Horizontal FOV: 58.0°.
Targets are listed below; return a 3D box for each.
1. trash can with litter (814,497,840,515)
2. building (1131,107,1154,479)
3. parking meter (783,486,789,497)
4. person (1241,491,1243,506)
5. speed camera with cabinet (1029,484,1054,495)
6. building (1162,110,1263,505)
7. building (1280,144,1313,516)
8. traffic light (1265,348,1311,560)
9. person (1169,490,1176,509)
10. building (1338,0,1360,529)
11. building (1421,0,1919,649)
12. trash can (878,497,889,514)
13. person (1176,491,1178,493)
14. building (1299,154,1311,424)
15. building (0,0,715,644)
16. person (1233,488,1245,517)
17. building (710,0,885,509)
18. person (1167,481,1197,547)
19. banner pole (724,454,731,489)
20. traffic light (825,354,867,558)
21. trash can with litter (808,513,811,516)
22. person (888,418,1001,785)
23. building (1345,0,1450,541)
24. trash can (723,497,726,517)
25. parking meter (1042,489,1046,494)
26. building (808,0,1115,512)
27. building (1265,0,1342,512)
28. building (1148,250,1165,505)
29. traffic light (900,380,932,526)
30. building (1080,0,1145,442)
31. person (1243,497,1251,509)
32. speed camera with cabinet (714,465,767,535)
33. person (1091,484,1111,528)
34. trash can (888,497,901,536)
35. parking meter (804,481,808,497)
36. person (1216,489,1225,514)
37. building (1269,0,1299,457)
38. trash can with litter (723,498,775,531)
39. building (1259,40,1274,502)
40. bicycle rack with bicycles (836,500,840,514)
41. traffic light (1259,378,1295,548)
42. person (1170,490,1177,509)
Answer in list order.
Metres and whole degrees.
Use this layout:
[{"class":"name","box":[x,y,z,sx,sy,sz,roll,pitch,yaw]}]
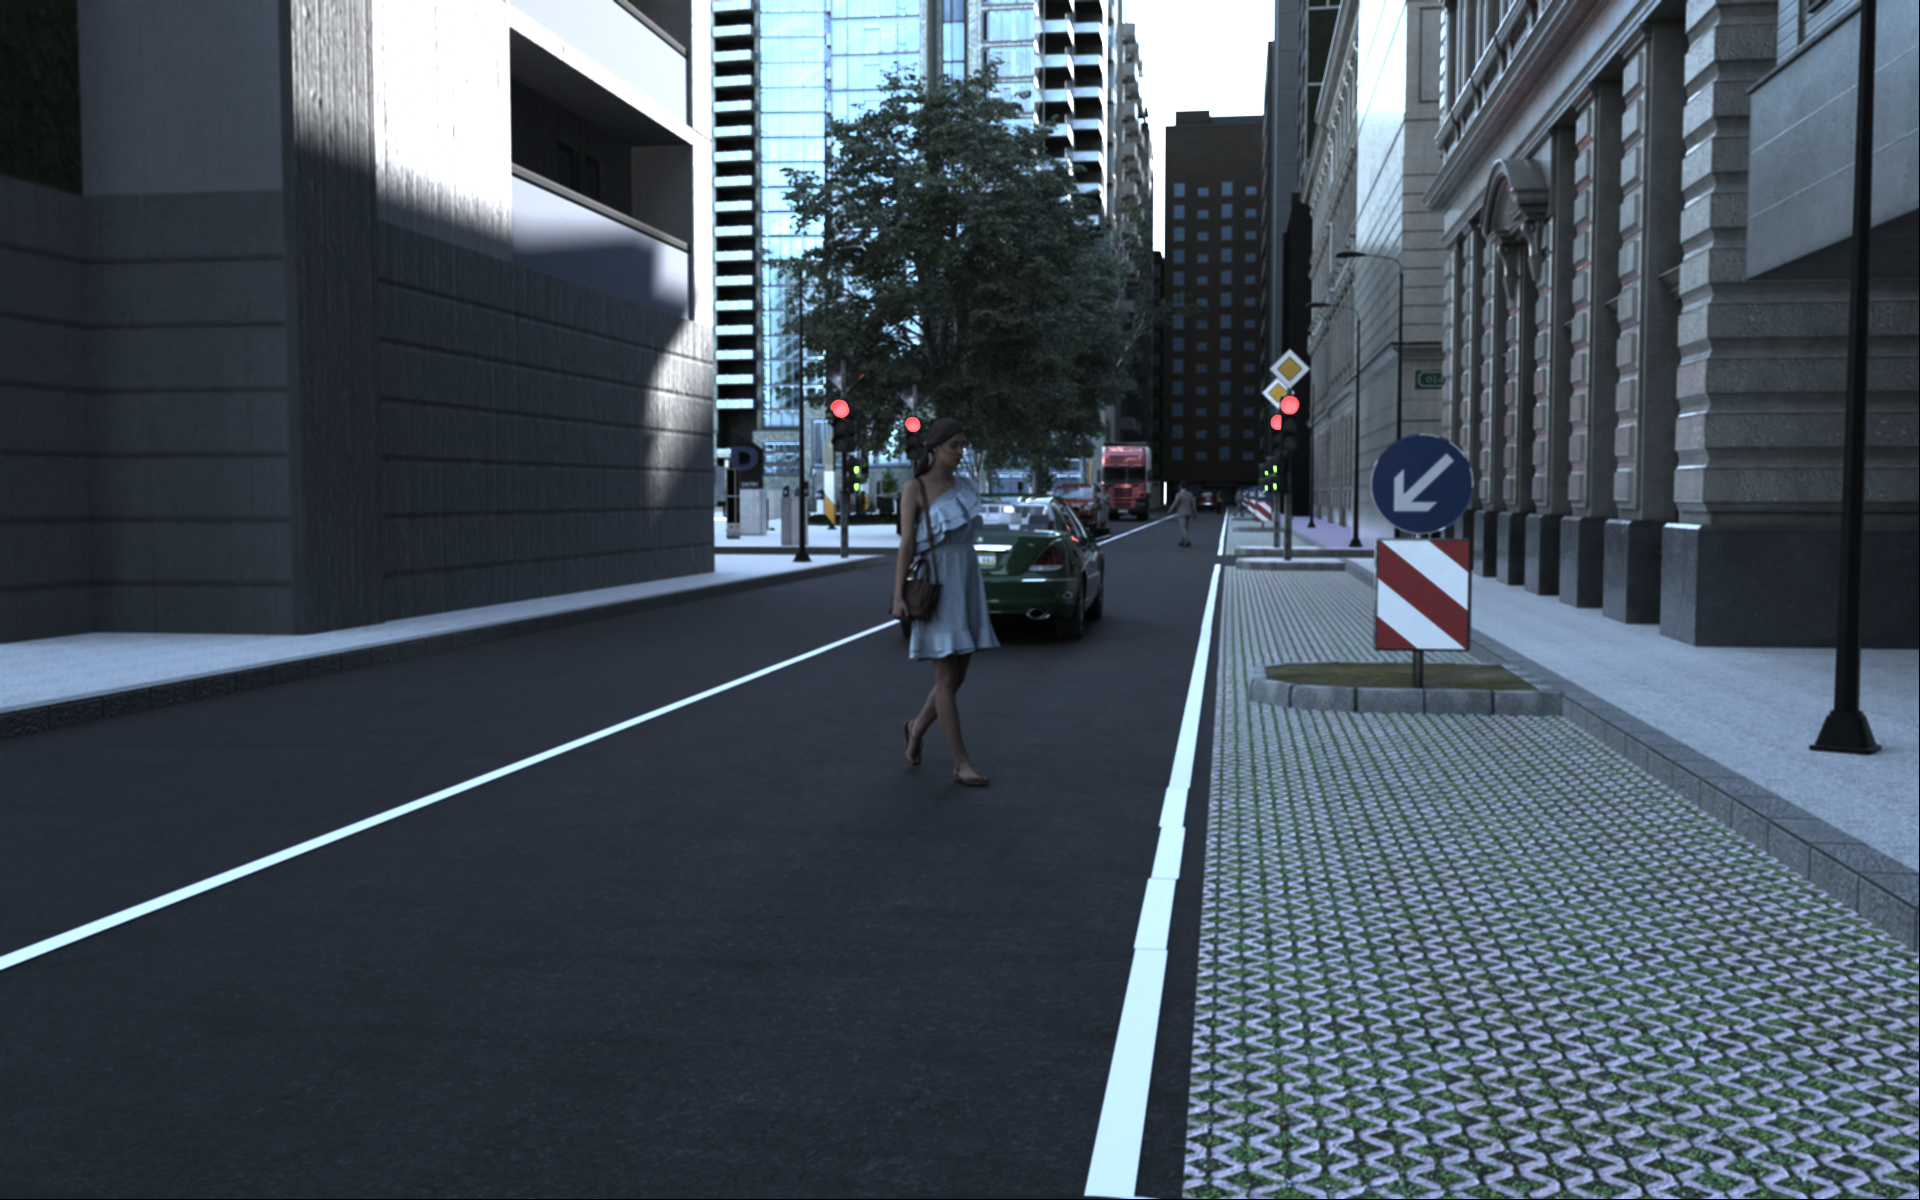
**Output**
[{"class":"trash can with litter","box":[-7.658,-5.369,98.840,2.233,1.210,1.678,1,4,17]},{"class":"building","box":[13.679,-30.733,186.080,14.086,41.232,14.154,1,4,9]},{"class":"parking meter","box":[-11.989,-6.956,119.434,0.399,1.863,0.255,1,4,15]},{"class":"person","box":[26.945,-9.531,165.051,1.217,1.743,0.721,3,4,38]},{"class":"speed camera with cabinet","box":[4.880,-6.517,100.892,0.660,3.252,2.038,3,5,44]},{"class":"building","box":[31.459,-33.927,204.819,14.200,45.320,14.600,1,4,9]},{"class":"building","box":[26.327,-16.942,106.683,12.332,23.373,15.834,1,4,9]},{"class":"traffic light","box":[6.344,-2.729,33.533,0.839,4.253,0.868,1,4,9]},{"class":"person","box":[20.737,-9.762,168.113,0.705,1.822,1.348,2,4,35]},{"class":"building","box":[20.092,-14.136,67.276,11.583,22.565,21.152,1,4,9]},{"class":"building","box":[12.330,-11.826,22.230,11.050,23.489,19.941,1,4,9]},{"class":"trash can","box":[-3.534,-4.332,82.482,0.748,1.137,0.748,0,3,0]},{"class":"person","box":[21.246,-9.875,170.671,0.721,1.736,1.217,1,4,8]},{"class":"building","box":[23.570,-15.431,88.455,11.583,22.565,21.152,1,4,9]},{"class":"building","box":[-18.572,-29.511,24.511,28.212,58.520,21.231,1,4,9]},{"class":"person","box":[17.500,-6.108,108.474,0.850,1.850,0.679,-1,4,-10]},{"class":"building","box":[-23.380,-53.413,185.967,31.000,86.520,22.319,1,4,9]},{"class":"person","box":[6.097,-2.349,47.176,0.678,1.792,0.850,-2,4,-25]},{"class":"banner pole","box":[-14.521,-7.255,108.639,0.863,3.779,0.401,3,5,43]},{"class":"traffic light","box":[-2.315,-2.810,34.862,0.839,4.253,0.868,1,4,9]},{"class":"trash can with litter","box":[-8.815,-5.146,95.528,0.624,1.170,1.055,-2,4,-26]},{"class":"person","box":[-0.124,-0.008,8.720,0.616,1.811,0.778,-2,4,-35]},{"class":"building","box":[32.811,-16.419,44.862,44.131,29.872,17.030,1,4,9]},{"class":"trash can","box":[-12.695,-5.097,94.984,0.748,1.137,0.748,0,3,0]},{"class":"parking meter","box":[3.848,-4.432,80.873,0.372,1.533,0.369,0,3,0]},{"class":"building","box":[1.210,-50.137,132.416,22.319,86.520,31.000,1,4,9]},{"class":"building","box":[33.530,-42.190,128.057,20.563,71.187,20.611,1,4,9]},{"class":"building","box":[17.470,-26.650,207.420,14.107,30.474,14.160,1,4,9]},{"class":"traffic light","box":[-1.085,-3.292,42.752,0.839,4.253,0.868,1,4,9]},{"class":"building","box":[5.821,-33.289,163.883,23.786,49.044,30.456,1,4,9]},{"class":"person","box":[24.374,-8.549,148.285,1.348,1.824,0.705,-3,4,-39]},{"class":"speed camera with cabinet","box":[-7.099,-3.663,54.233,2.038,3.252,0.660,1,4,12]},{"class":"person","box":[4.857,-3.123,59.912,0.716,1.782,0.532,1,4,20]},{"class":"trash can","box":[-1.638,-2.522,52.894,0.748,1.137,0.748,0,3,0]},{"class":"parking meter","box":[-6.964,-4.367,77.115,0.255,1.863,0.399,3,5,42]},{"class":"person","box":[18.437,-6.993,122.931,0.705,1.812,1.348,-1,4,-13]},{"class":"building","box":[38.123,-37.335,152.431,21.231,58.520,28.212,1,4,9]},{"class":"trash can with litter","box":[-7.410,-3.059,61.072,2.233,1.210,1.678,-2,4,-32]},{"class":"building","box":[41.849,-33.860,177.316,21.300,48.544,21.600,1,4,9]},{"class":"bicycle rack with bicycles","box":[-7.666,-5.933,110.384,2.925,0.926,2.852,2,4,30]},{"class":"traffic light","box":[7.574,-3.211,41.423,0.839,4.253,0.868,1,4,9]},{"class":"person","box":[20.423,-9.512,164.037,1.348,1.821,0.705,2,4,33]}]
